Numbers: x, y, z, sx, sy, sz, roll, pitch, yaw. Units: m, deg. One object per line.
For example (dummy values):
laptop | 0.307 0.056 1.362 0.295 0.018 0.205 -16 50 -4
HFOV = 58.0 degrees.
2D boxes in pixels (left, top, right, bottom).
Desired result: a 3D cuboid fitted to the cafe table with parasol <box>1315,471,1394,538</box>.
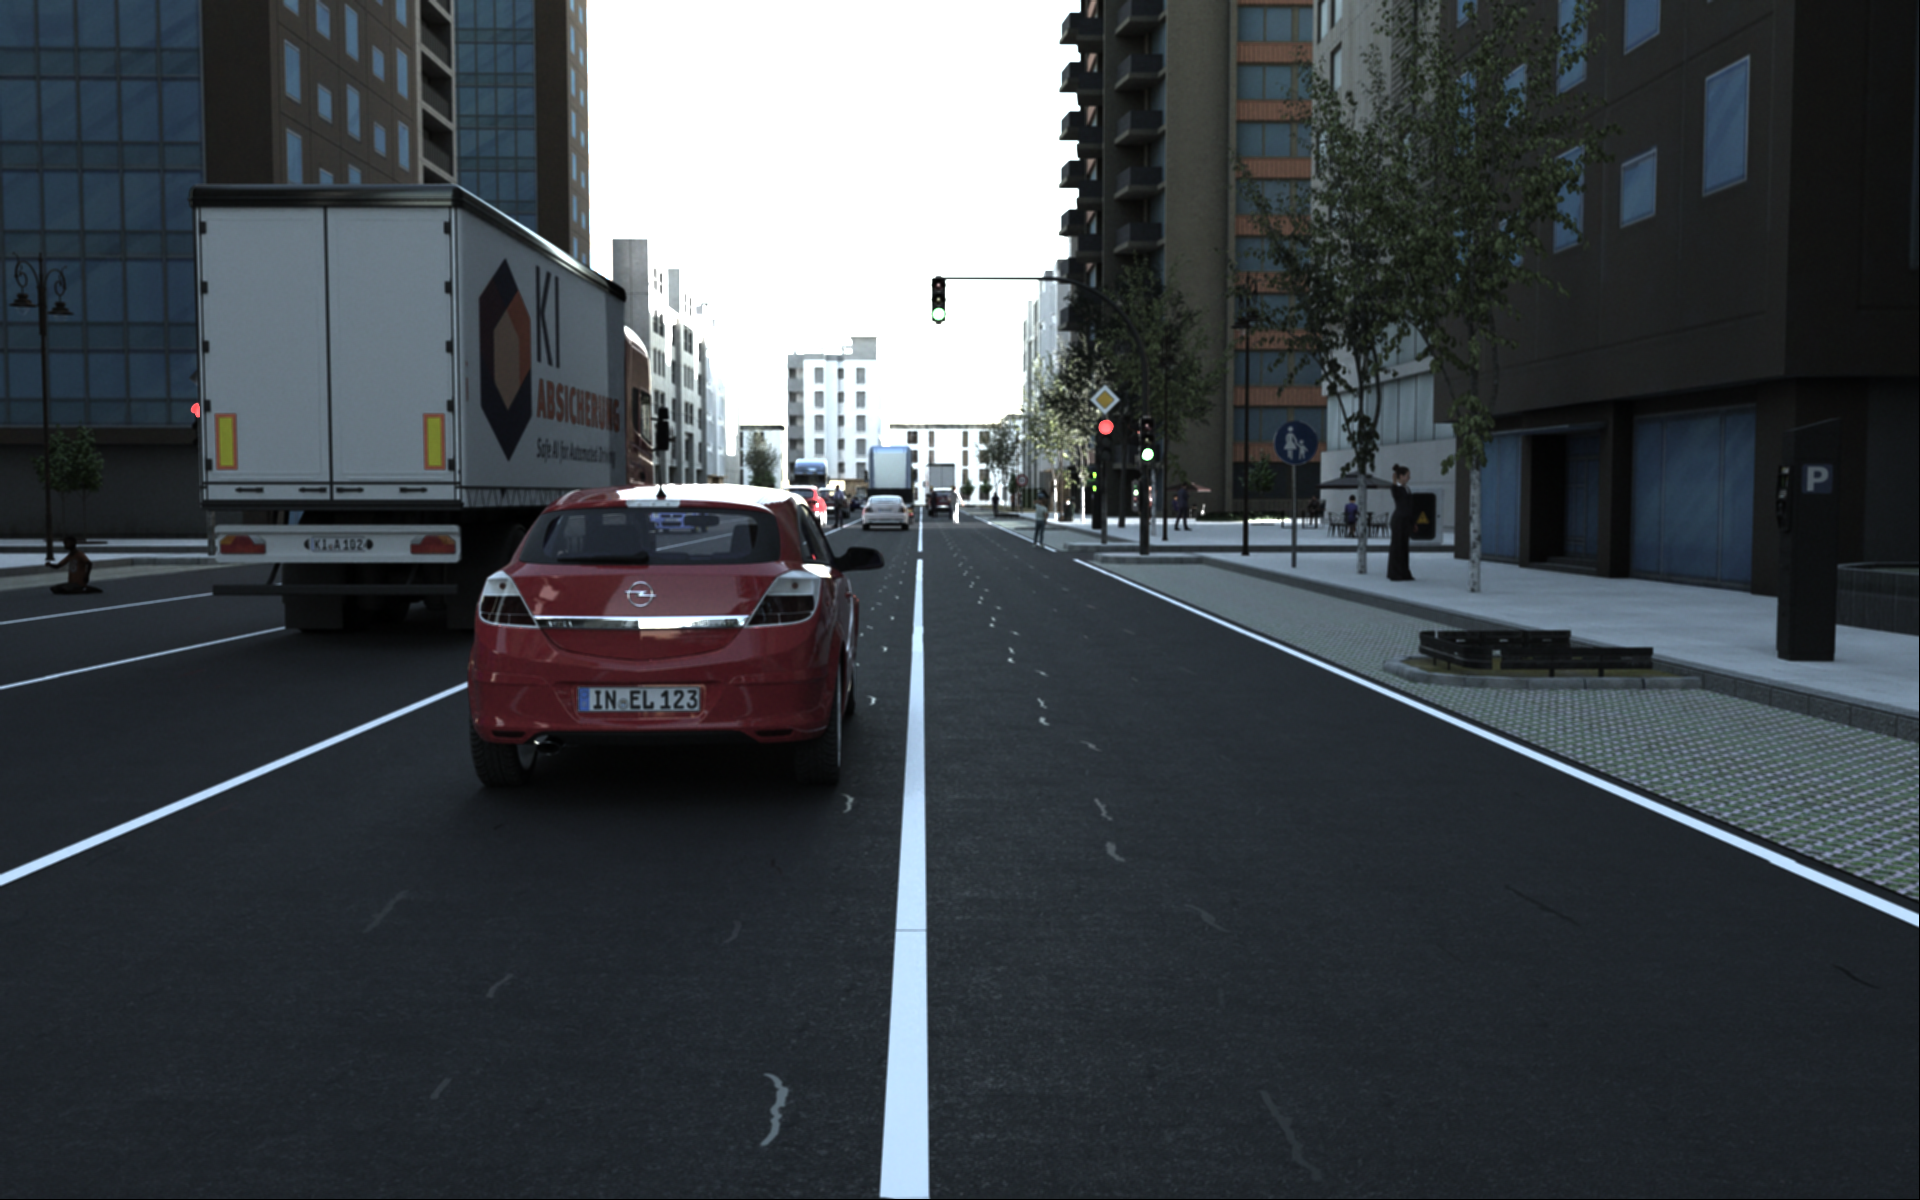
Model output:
cafe table with parasol | 11.717 -2.820 50.965 2.610 1.966 2.610 0 4 1

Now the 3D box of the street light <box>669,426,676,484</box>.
street light | -19.418 -8.810 116.826 0.468 5.910 1.993 0 4 -1

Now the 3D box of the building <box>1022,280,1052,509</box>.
building | 14.654 -17.373 150.499 16.747 18.905 31.486 0 4 -1

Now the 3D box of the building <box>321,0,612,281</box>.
building | -30.276 -28.100 109.547 14.600 45.320 14.200 0 4 -1

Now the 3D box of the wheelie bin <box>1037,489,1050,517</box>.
wheelie bin | 4.646 -5.436 96.782 0.693 1.594 0.980 0 4 0

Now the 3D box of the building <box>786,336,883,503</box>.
building | -15.400 -21.839 213.492 11.380 20.091 16.016 0 4 -1

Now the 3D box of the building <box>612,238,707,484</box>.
building | -30.180 -16.456 135.518 16.747 18.905 31.486 0 4 -1

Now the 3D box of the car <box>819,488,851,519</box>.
car | -7.629 -5.771 103.022 2.281 1.827 5.304 0 4 -1

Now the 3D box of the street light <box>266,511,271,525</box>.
street light | -17.904 -4.400 44.725 0.468 5.910 1.993 0 4 -1

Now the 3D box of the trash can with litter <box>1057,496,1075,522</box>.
trash can with litter | 4.839 -4.181 79.741 0.624 1.170 1.055 -2 4 -31

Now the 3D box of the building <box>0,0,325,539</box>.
building | -26.308 -24.747 54.720 14.600 45.320 14.200 0 4 -1

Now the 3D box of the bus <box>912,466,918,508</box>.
bus | -4.750 -8.637 132.768 2.896 3.916 12.252 0 4 -1

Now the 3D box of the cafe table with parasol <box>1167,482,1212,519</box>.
cafe table with parasol | 11.848 -5.209 90.037 2.610 1.966 2.610 0 4 -3

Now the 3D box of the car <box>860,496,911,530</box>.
car | -3.013 -3.532 70.109 2.083 1.381 4.827 0 4 -3

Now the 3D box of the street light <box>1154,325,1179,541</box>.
street light | 5.660 -4.579 47.660 0.468 5.910 1.993 0 4 -1

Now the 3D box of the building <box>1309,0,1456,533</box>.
building | 28.260 -28.815 60.370 27.495 52.752 28.713 0 4 -1

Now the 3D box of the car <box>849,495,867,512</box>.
car | -8.054 -7.858 141.060 1.945 1.354 3.894 0 4 -1

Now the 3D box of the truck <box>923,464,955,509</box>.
truck | -1.965 -10.747 164.619 2.839 4.237 11.283 0 4 -3

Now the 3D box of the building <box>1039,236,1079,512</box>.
building | 14.080 -16.675 129.051 16.016 20.091 11.380 0 4 -1

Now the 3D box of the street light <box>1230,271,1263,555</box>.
street light | 5.980 -3.873 36.106 0.468 5.910 1.993 0 4 -1

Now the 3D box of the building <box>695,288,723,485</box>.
building | -30.483 -18.376 156.872 16.016 20.091 11.380 0 4 -1

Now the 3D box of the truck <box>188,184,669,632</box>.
truck | -5.740 -1.980 21.289 2.839 4.237 11.283 0 4 0

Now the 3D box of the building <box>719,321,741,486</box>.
building | -40.166 -19.488 185.086 31.486 18.905 16.747 0 4 -1

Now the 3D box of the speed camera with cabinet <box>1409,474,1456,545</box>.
speed camera with cabinet | 12.281 -3.037 43.986 2.038 3.252 0.660 0 4 3

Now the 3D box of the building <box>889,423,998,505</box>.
building | 5.491 -16.401 210.308 28.070 9.664 9.099 0 4 -1

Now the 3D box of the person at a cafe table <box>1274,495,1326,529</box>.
person at a cafe table | 13.027 -3.320 65.149 1.726 1.238 1.698 -3 4 -37

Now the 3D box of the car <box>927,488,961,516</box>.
car | -1.103 -6.550 115.761 2.281 1.827 5.304 0 3 0

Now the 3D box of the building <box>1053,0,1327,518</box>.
building | 17.445 -27.541 104.923 22.147 44.769 28.867 0 4 -1

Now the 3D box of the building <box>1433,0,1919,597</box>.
building | 16.559 -23.030 26.647 14.600 45.320 14.200 0 4 -1

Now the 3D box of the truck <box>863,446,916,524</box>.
truck | -3.688 -6.174 90.706 2.967 4.110 18.799 0 4 -2

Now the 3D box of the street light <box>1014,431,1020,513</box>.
street light | 3.956 -8.947 119.070 0.468 5.910 1.993 0 4 -1

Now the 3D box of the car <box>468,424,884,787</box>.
car | -1.521 -0.058 9.989 2.155 1.783 4.494 0 4 -2

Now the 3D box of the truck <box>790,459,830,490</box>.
truck | -11.641 -9.136 139.132 2.967 4.110 18.799 0 4 -2

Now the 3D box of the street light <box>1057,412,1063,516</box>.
street light | 4.874 -6.763 83.359 0.468 5.910 1.993 0 4 -1

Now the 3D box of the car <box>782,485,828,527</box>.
car | -7.040 -4.166 76.790 2.281 1.827 5.304 0 4 -2

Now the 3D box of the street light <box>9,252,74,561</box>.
street light | -17.591 -3.701 33.303 0.468 5.910 1.993 0 4 -1

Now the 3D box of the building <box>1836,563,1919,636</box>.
building | 18.481 -28.315 4.944 21.231 58.520 28.212 0 4 -1

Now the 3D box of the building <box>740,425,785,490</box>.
building | -35.509 -16.352 209.497 28.070 9.664 9.099 0 4 -1

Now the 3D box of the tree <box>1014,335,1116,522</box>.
tree | 5.328 -7.820 78.220 4.360 8.622 3.978 0 3 0

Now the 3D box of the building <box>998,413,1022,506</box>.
building | 9.424 -14.572 180.395 9.099 9.664 28.070 0 4 -1

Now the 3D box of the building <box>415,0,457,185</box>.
building | -33.781 -39.453 83.316 20.563 71.187 20.611 0 4 -1

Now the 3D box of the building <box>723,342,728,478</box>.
building | -31.039 -19.096 168.646 16.016 20.091 11.380 0 4 -1
